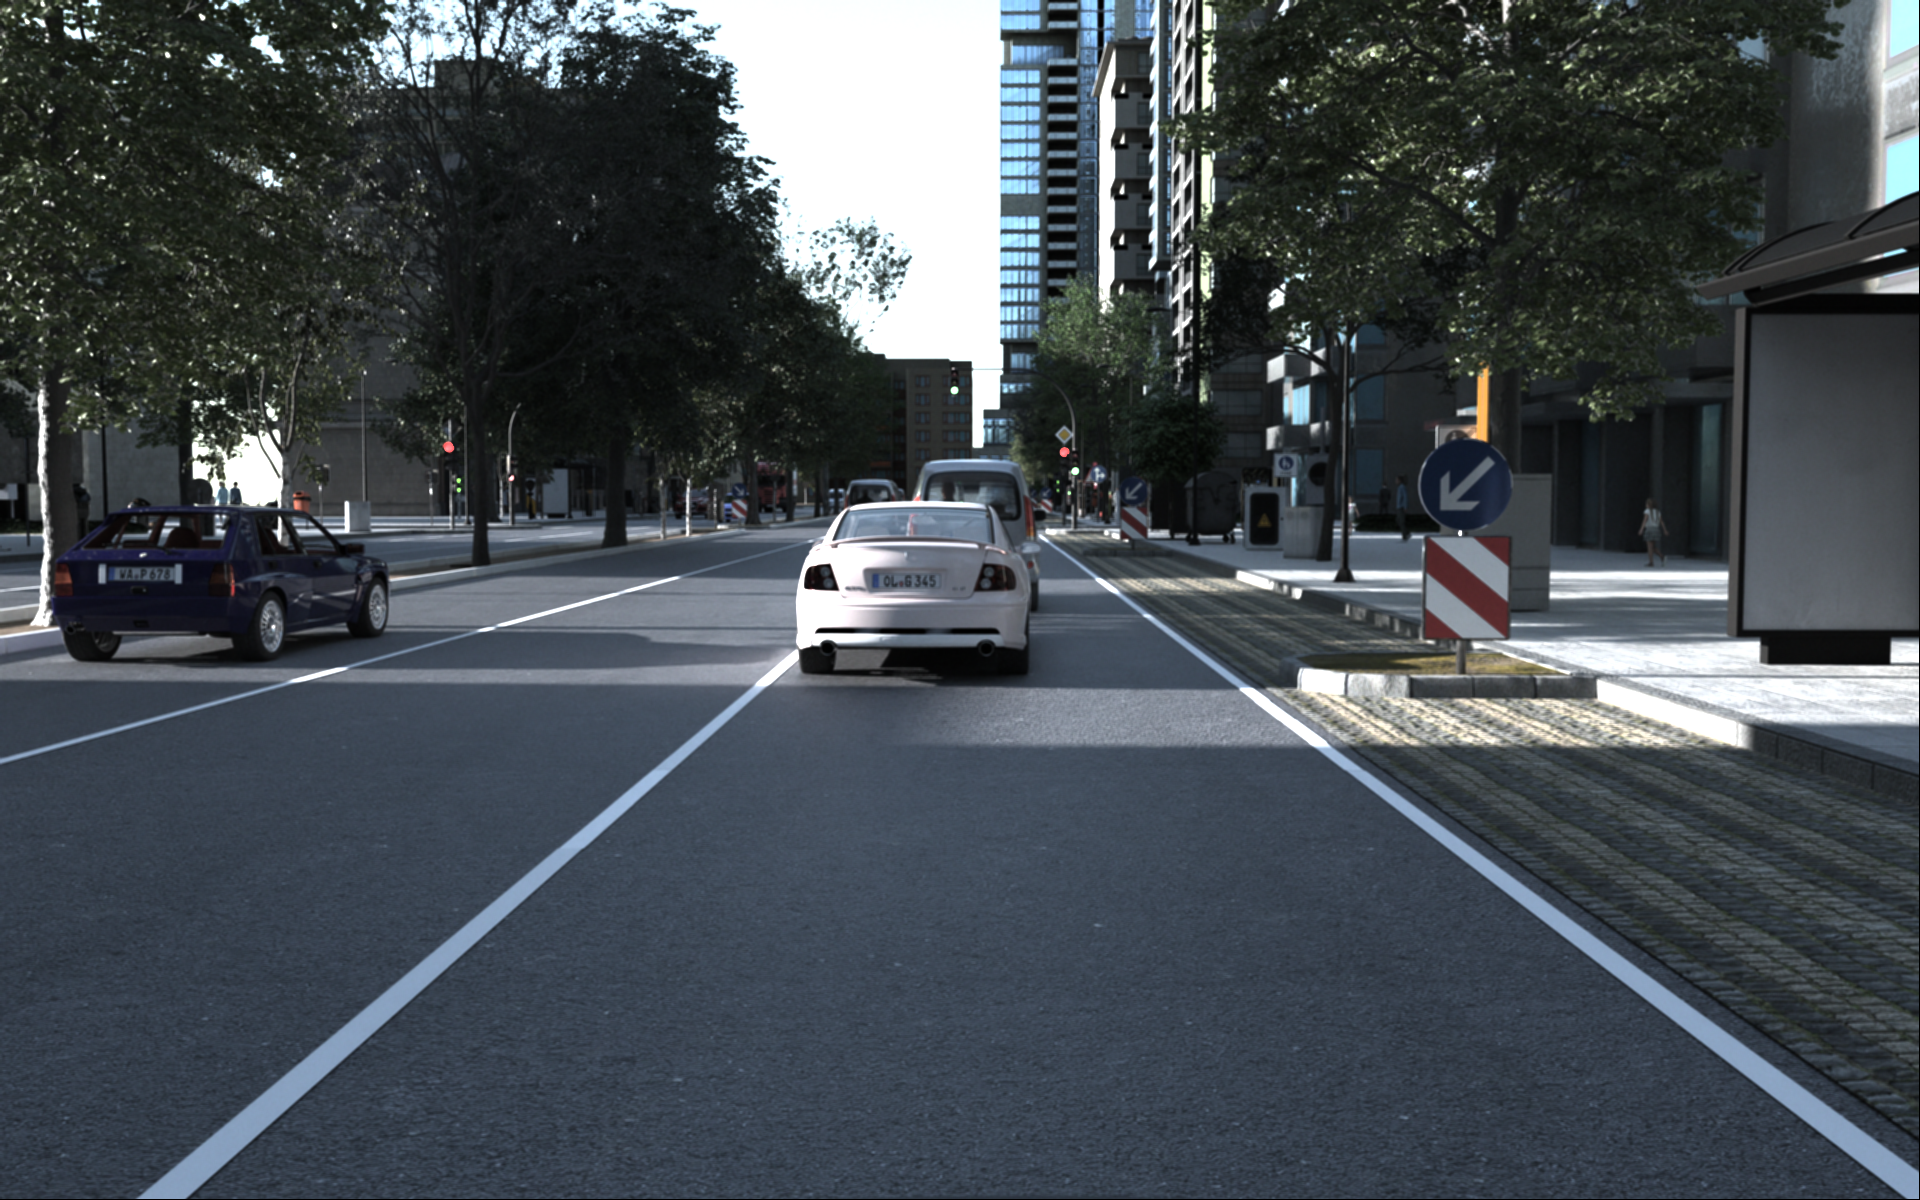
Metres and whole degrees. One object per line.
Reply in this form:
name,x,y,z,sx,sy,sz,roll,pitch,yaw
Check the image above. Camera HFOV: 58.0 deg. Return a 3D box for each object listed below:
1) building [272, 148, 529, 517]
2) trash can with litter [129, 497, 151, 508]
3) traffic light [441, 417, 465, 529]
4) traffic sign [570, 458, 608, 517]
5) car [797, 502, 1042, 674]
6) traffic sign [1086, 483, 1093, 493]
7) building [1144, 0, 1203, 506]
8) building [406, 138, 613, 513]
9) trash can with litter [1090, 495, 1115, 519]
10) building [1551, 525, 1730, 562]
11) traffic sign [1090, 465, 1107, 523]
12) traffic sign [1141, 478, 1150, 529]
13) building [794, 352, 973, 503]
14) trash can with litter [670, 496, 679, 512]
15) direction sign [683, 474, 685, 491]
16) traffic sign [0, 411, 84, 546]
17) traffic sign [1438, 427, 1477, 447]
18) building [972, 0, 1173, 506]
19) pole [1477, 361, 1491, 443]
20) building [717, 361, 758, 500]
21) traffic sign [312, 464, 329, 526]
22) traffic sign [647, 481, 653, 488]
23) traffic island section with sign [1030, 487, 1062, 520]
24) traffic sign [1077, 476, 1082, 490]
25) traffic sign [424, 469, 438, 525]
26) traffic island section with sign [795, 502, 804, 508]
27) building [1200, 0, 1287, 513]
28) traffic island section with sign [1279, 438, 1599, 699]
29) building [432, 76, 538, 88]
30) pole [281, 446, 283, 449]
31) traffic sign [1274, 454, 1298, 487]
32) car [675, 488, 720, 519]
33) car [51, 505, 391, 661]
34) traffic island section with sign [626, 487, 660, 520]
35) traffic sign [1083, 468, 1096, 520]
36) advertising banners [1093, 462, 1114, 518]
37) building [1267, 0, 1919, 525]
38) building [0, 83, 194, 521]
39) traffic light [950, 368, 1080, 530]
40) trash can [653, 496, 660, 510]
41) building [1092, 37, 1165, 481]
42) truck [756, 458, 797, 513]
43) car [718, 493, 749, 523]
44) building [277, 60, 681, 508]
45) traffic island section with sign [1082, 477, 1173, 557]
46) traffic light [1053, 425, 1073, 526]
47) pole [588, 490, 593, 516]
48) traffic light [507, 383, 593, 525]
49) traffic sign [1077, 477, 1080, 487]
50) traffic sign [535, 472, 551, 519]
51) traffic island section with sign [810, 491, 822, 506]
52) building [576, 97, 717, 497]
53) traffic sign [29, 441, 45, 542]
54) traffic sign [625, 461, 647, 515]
building,-34.000,-15.143,98.493,10.553,20.767,40.483,0,4,1
trash can with litter,-29.225,-3.105,62.149,0.624,1.170,1.055,1,4,15
traffic light,-18.441,-4.525,62.907,0.839,4.253,0.868,0,4,1
traffic sign,-20.883,-6.329,97.355,2.265,3.308,0.079,0,4,6
car,-0.315,-0.172,15.178,2.083,1.381,4.827,0,4,2
traffic sign,9.337,-7.798,127.504,0.884,2.594,0.081,0,4,8
building,25.559,-42.542,133.817,20.563,71.187,20.611,0,4,1
building,-34.356,-20.414,131.034,12.463,27.353,25.104,0,4,1
trash can with litter,7.782,-4.835,90.106,2.233,1.210,1.678,0,4,1
building,24.565,-25.593,38.055,23.786,49.044,30.456,0,4,1
traffic sign,6.173,-4.720,77.285,0.768,2.556,0.104,0,4,4
traffic sign,6.848,-3.841,62.801,0.884,2.594,0.081,1,4,10
building,-12.631,-24.874,251.725,28.899,21.520,27.650,0,4,1
trash can with litter,-20.025,-6.835,123.147,0.624,1.170,1.055,3,5,40
direction sign,-20.168,-8.230,126.561,0.379,3.537,0.876,-1,4,-9
traffic sign,-22.520,-2.964,42.342,2.265,3.308,0.079,0,4,6
traffic sign,7.389,-1.450,25.829,0.606,2.300,0.079,0,4,2
building,17.274,-57.104,246.325,31.000,86.520,22.319,0,4,1
pole,7.730,-1.943,25.617,0.158,3.312,0.155,0,3,0
building,-41.715,-24.878,251.790,28.899,21.520,27.650,0,4,1
traffic sign,-21.762,-3.478,58.998,0.606,2.300,0.079,0,4,8
traffic sign,-21.798,-7.299,121.463,0.606,2.300,0.079,0,4,3
traffic island section with sign,4.616,-5.309,95.431,1.989,1.847,2.006,0,4,1
traffic sign,8.507,-7.672,125.543,0.768,2.556,0.104,0,4,3
traffic sign,-21.797,-4.238,71.421,0.606,2.300,0.079,1,4,10
traffic island section with sign,-16.626,-10.039,172.771,1.989,1.847,2.006,0,4,1
building,22.090,-26.048,109.477,14.154,41.232,14.086,0,4,1
traffic island section with sign,3.475,-0.268,13.008,1.989,1.847,2.006,0,4,1
building,-70.314,-43.162,247.694,28.212,58.520,21.231,0,4,1
pole,-28.427,-4.832,72.839,0.158,3.312,0.155,0,3,0
traffic sign,8.189,-2.534,43.555,0.606,2.300,0.079,1,4,8
car,-15.248,-5.652,101.077,2.281,1.827,5.304,0,4,2
car,-6.713,-0.221,16.187,1.945,1.354,3.894,0,4,2
traffic island section with sign,-17.691,-5.339,95.927,1.989,1.847,2.006,0,4,1
traffic sign,6.550,-5.283,86.385,0.884,2.594,0.081,0,4,6
advertising banners,7.748,-5.979,93.936,0.090,3.025,2.074,-2,4,-28
building,31.271,-28.700,88.857,30.456,49.044,23.786,0,4,1
building,-47.769,-13.976,83.267,16.860,20.320,10.420,0,4,1
traffic light,2.025,-5.372,62.498,4.771,5.953,1.251,0,4,1
trash can,-20.913,-6.541,118.602,0.748,1.137,0.748,0,3,0
building,30.269,-37.291,198.939,28.713,52.752,27.495,0,4,1
truck,-14.595,-9.085,137.447,2.839,4.237,11.283,0,4,-1
car,-11.310,-4.810,88.234,1.945,1.707,3.694,0,4,2
building,-42.910,-28.590,159.324,32.217,40.220,23.993,0,4,1
traffic island section with sign,3.853,-1.929,40.168,1.989,1.847,2.006,0,4,1
traffic light,4.229,-4.995,70.594,0.839,4.253,0.868,0,4,1
pole,-21.207,-6.452,99.332,0.158,3.312,0.155,0,3,0
traffic light,-16.237,-5.886,70.897,4.771,5.953,1.251,0,4,1
traffic sign,8.346,-7.573,123.817,0.884,2.594,0.081,0,4,2
traffic sign,-21.322,-5.409,88.442,0.884,2.594,0.081,0,4,6
traffic island section with sign,-16.241,-11.726,200.339,1.989,1.847,2.006,0,4,1
building,-33.228,-30.261,178.354,14.154,41.232,14.086,0,4,1
traffic sign,-21.587,-2.492,40.846,0.768,2.556,0.104,0,4,5
traffic sign,-20.357,-6.888,106.496,2.265,3.308,0.079,0,4,6
